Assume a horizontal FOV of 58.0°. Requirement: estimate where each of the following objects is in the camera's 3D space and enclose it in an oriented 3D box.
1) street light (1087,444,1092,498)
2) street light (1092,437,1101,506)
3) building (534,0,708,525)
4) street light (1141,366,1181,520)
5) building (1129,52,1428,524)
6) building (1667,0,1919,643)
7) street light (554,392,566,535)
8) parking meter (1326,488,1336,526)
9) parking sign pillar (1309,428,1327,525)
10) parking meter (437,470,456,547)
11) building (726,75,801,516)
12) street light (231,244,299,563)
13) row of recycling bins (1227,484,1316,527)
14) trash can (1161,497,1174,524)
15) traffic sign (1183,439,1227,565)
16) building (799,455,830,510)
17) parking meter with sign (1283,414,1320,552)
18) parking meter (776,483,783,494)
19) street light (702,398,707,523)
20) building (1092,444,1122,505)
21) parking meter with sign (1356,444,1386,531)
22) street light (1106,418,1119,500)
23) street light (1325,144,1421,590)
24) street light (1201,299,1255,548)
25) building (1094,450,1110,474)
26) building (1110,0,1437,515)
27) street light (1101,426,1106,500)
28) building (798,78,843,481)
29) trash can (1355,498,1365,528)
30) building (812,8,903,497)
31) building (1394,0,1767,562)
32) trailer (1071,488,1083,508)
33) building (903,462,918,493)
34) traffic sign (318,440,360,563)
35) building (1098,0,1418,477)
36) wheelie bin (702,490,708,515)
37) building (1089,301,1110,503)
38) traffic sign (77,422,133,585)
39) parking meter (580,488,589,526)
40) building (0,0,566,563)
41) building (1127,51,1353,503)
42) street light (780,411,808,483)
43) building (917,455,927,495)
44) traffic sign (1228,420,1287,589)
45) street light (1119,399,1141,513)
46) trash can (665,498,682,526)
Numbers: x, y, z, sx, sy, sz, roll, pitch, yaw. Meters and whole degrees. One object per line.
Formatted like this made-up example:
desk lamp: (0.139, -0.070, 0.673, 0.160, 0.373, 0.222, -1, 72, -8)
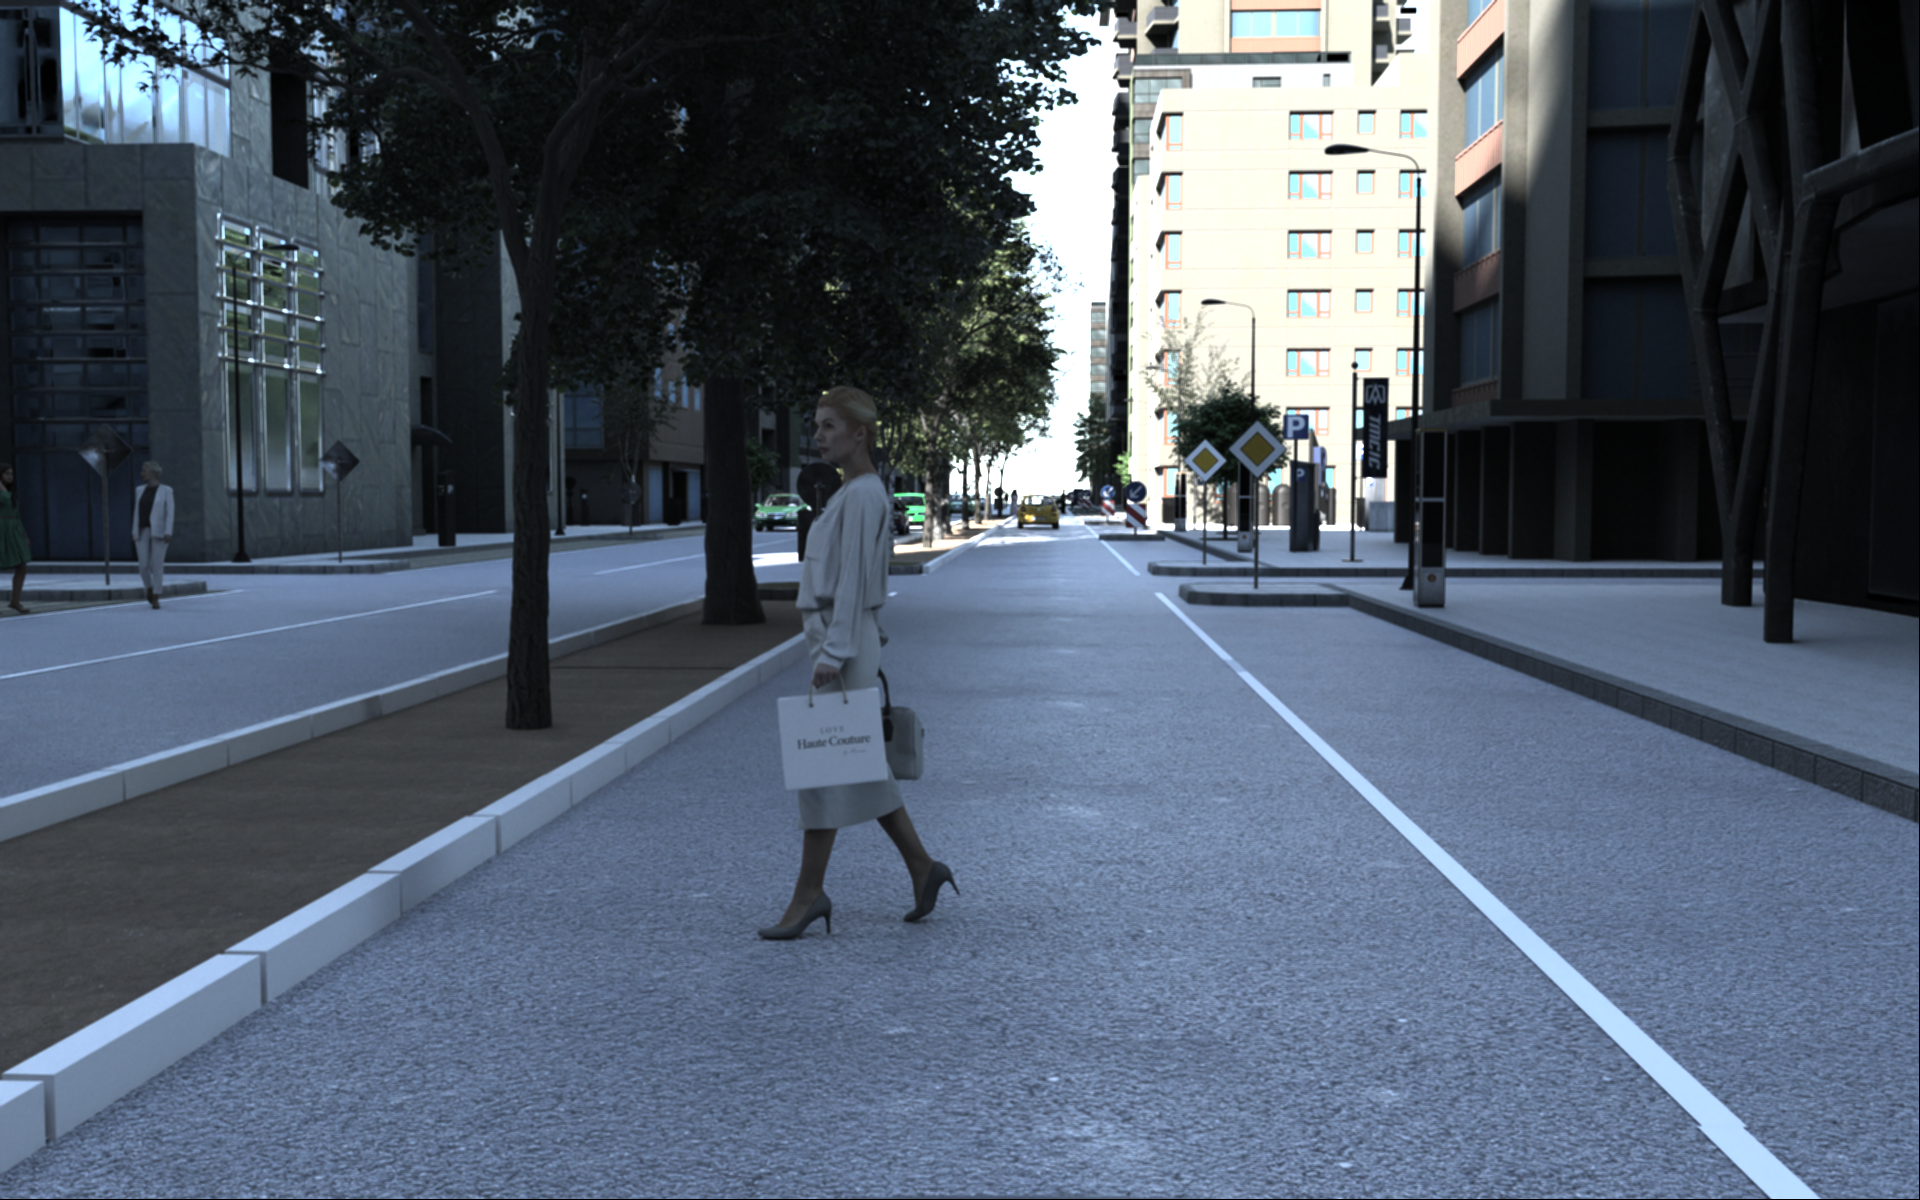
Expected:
street light: (12.830, -11.539, 161.199, 1.470, 5.913, 1.316, 0, 4, 3)
street light: (11.627, -10.227, 139.758, 1.470, 5.913, 1.316, 0, 4, 3)
building: (-19.241, -26.120, 77.169, 14.600, 45.320, 14.200, 0, 4, 3)
street light: (7.419, -5.526, 62.887, 1.470, 5.913, 1.316, 0, 4, 3)
building: (23.156, -14.850, 87.845, 27.650, 21.520, 28.899, 0, 4, 3)
building: (15.010, -8.904, 13.036, 16.820, 18.784, 16.811, 0, 4, 3)
street light: (-11.926, -4.967, 53.746, 1.470, 5.913, 1.316, 0, 4, 3)
parking meter: (14.995, -3.766, 69.977, 0.372, 1.533, 0.369, 0, 3, 0)
parking sign pillar: (14.720, -5.066, 71.307, 1.447, 3.967, 1.447, 2, 4, 25)
parking meter: (-12.551, -2.238, 42.308, 0.255, 1.863, 0.399, 2, 4, 25)
building: (-17.194, -20.081, 100.025, 14.160, 30.474, 14.107, 0, 4, 3)
street light: (-12.944, -3.655, 32.295, 1.470, 5.913, 1.316, 0, 4, 3)
row of recycling bins: (12.392, -3.778, 68.876, 3.534, 1.692, 1.069, 0, 4, -4)
trash can: (8.943, -3.812, 73.983, 0.748, 1.137, 0.748, 0, 3, 0)
traffic sign: (4.443, -1.700, 31.438, 0.795, 2.450, 0.064, 0, 4, 3)
building: (-19.716, -41.535, 117.354, 20.563, 71.187, 20.611, 0, 4, 3)
parking meter with sign: (7.689, -2.599, 38.759, 0.543, 3.016, 1.738, 2, 4, 23)
parking meter: (-9.807, -5.408, 94.138, 0.255, 1.863, 0.399, 1, 4, 21)
street light: (-10.628, -6.317, 75.820, 1.470, 5.913, 1.316, 0, 4, 3)
building: (26.533, -47.119, 208.647, 20.563, 71.187, 20.611, 0, 4, 3)
parking meter with sign: (14.497, -3.918, 60.323, 1.738, 3.016, 0.543, -3, 5, -39)
street light: (9.901, -8.175, 106.205, 1.470, 5.913, 1.316, 0, 4, 3)
street light: (5.545, -3.095, 23.151, 1.470, 5.913, 1.316, 0, 4, 3)
street light: (6.453, -4.214, 41.434, 1.470, 5.913, 1.316, 0, 4, 3)
building: (29.719, -56.338, 233.803, 22.319, 86.520, 31.000, 0, 4, 3)
building: (23.347, -29.603, 138.627, 22.147, 44.769, 28.867, 0, 4, 3)
street light: (10.580, -8.915, 118.309, 1.470, 5.913, 1.316, 0, 4, 3)
building: (-24.584, -27.460, 140.850, 32.217, 40.220, 23.993, 0, 4, 3)
trash can: (15.416, -3.326, 66.039, 0.748, 1.137, 0.748, 0, 3, 0)
building: (-16.922, -32.990, 163.084, 21.300, 48.544, 21.600, 0, 4, 3)
building: (24.657, -23.588, 40.289, 28.867, 44.769, 22.147, 0, 4, 3)
trailer: (11.994, -10.338, 176.081, 1.471, 1.999, 3.904, 0, 4, 2)
building: (-9.329, -34.949, 255.008, 14.154, 41.232, 14.086, 0, 4, 3)
traffic sign: (-11.577, -1.753, 32.310, 0.795, 2.450, 0.064, 0, 4, 3)
building: (27.948, -35.315, 166.640, 28.713, 52.752, 27.495, 0, 4, 3)
wheelie bin: (-11.191, -4.277, 77.844, 0.693, 1.594, 0.980, 2, 4, 24)
building: (26.257, -29.758, 258.241, 14.160, 30.474, 14.107, 0, 4, 3)
traffic sign: (-12.003, -1.266, 24.336, 0.795, 2.450, 0.064, 0, 4, 3)
parking meter: (-15.174, -3.766, 69.978, 0.372, 1.533, 0.369, 0, 3, 0)
building: (-24.357, -44.827, 45.598, 22.319, 86.520, 31.000, 0, 4, 3)
building: (18.380, -21.138, 117.309, 14.160, 30.474, 14.107, 0, 4, 3)
street light: (-9.518, -7.628, 97.266, 1.470, 5.913, 1.316, 0, 4, 3)
building: (-11.038, -34.376, 212.150, 14.600, 45.320, 14.200, 0, 4, 3)
traffic sign: (4.018, -1.212, 23.464, 0.795, 2.450, 0.064, 0, 4, 3)
street light: (8.700, -6.864, 84.764, 1.470, 5.913, 1.316, 0, 4, 3)
trash can: (-11.664, -3.596, 70.455, 0.748, 1.137, 0.748, 0, 3, 0)
